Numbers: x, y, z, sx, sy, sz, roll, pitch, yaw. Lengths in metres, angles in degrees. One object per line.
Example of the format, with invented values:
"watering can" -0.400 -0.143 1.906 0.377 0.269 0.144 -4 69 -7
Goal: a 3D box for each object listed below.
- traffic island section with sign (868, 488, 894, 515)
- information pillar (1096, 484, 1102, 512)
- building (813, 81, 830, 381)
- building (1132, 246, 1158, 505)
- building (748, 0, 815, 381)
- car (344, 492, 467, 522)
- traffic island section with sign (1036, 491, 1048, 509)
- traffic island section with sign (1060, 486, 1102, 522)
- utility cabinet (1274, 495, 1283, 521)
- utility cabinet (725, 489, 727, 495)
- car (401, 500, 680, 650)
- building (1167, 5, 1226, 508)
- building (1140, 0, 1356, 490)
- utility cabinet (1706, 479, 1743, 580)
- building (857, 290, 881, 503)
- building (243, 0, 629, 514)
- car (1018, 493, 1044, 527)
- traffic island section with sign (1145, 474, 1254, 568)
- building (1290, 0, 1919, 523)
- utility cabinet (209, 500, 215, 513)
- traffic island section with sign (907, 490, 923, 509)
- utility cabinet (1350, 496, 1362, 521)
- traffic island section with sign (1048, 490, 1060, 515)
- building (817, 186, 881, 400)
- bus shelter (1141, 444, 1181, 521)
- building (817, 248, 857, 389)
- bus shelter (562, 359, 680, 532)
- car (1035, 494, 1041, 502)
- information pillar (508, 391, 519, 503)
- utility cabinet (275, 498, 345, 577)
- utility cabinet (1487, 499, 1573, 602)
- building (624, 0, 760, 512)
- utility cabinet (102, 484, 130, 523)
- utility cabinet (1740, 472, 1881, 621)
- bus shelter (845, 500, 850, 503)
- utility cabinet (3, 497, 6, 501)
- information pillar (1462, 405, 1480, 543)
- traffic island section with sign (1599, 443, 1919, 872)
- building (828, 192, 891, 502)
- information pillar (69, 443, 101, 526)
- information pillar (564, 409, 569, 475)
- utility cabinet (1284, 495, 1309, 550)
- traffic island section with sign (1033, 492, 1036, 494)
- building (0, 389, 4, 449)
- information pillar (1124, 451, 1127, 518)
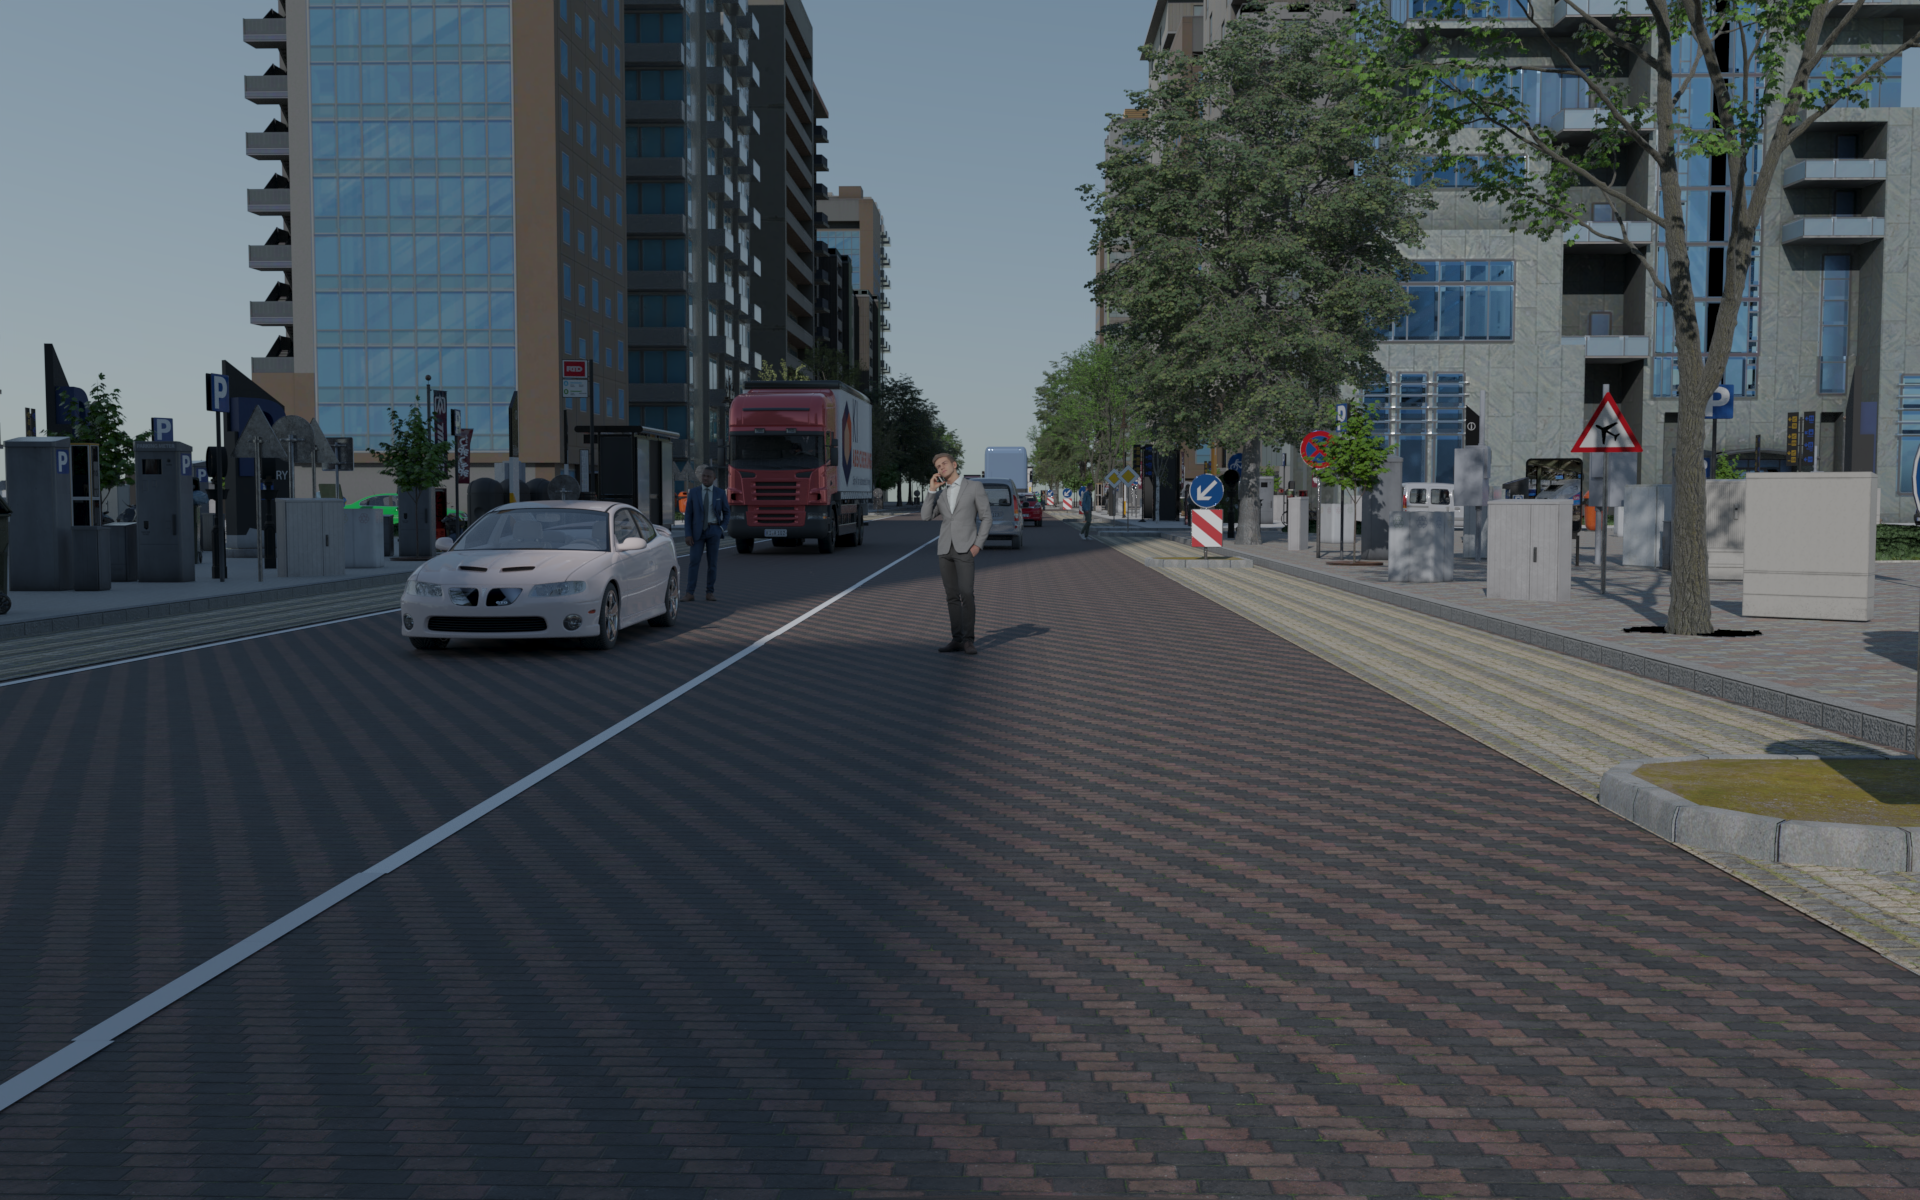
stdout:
"traffic island section with sign" -5.510 -6.639 117.175 1.989 1.847 2.006 0 4 2
"information pillar" 9.732 -7.160 121.561 0.304 2.012 0.304 -2 4 -27
"building" -25.281 -32.081 179.156 22.147 44.769 28.867 0 4 2
"building" 27.059 -26.353 202.568 14.160 30.474 14.107 0 4 2
"building" -24.779 -32.421 153.789 21.300 48.544 21.600 0 4 2
"car" -20.578 -3.387 64.180 4.718 1.807 1.959 0 4 2
"traffic island section with sign" 8.537 -9.632 166.104 1.989 1.847 2.006 0 4 2
"traffic island section with sign" 6.292 -4.928 89.204 1.989 1.847 2.006 0 4 2
"utility cabinet" 15.714 -4.408 83.235 0.306 1.237 1.020 -3 4 -36
"utility cabinet" -9.872 -4.199 77.330 1.173 1.500 0.318 0 4 -1
"car" -4.069 -0.312 17.456 2.083 1.381 4.827 0 4 2
"building" 26.669 -31.219 160.537 14.600 45.320 14.200 0 4 2
"building" 34.023 -36.188 180.914 28.713 52.752 27.495 0 4 2
"utility cabinet" 11.367 -1.039 25.667 1.173 1.500 0.318 1 4 15
"building" -18.536 -28.725 241.347 14.160 30.474 14.107 0 4 2
"building" -24.687 -26.537 83.991 14.600 45.320 14.200 0 4 2
"car" 2.717 -4.176 77.325 2.155 1.783 4.494 0 3 0
"traffic island section with sign" 4.703 -1.576 34.397 1.989 1.847 2.006 0 4 2
"building" 32.223 -47.134 83.315 31.000 86.520 22.319 0 4 2
"utility cabinet" -25.529 -2.923 58.960 0.306 1.237 1.020 -2 4 -32
"traffic island section with sign" -4.072 -9.649 166.384 1.989 1.847 2.006 0 4 2
"utility cabinet" 16.351 -3.612 70.215 1.020 1.237 0.306 0 4 -1
"traffic island section with sign" 7.111 -6.623 116.907 1.989 1.847 2.006 0 4 2
"building" -19.094 -37.016 255.318 14.600 45.320 14.200 0 4 2
"bus shelter" 9.648 -5.687 84.262 1.731 3.624 6.357 0 4 2
"building" -20.070 -26.276 201.317 14.160 30.474 14.107 0 4 2
"bus shelter" -10.687 -4.689 54.299 2.179 5.291 8.768 0 4 2
"car" 10.853 -14.171 240.484 1.959 1.807 4.718 0 4 3
"information pillar" -10.066 -2.921 39.119 0.183 3.616 0.504 0 4 2
"utility cabinet" -10.153 -0.975 27.105 0.306 1.237 1.020 3 4 37
"utility cabinet" 6.909 -0.605 21.051 0.306 1.237 1.020 -3 4 -36
"building" -26.220 -30.674 121.132 23.786 49.044 30.456 0 4 2
"utility cabinet" -19.248 -1.872 39.289 1.173 1.500 0.318 3 5 39
"utility cabinet" 8.670 -0.551 17.682 1.173 1.500 0.318 3 5 39
"bus shelter" -8.514 -8.054 125.599 2.014 3.302 5.546 0 4 2
"utility cabinet" -19.572 -1.531 36.198 0.306 1.237 1.020 0 4 1
"information pillar" 13.502 -3.314 45.547 0.504 3.616 0.183 0 4 3
"traffic island section with sign" 3.919 0.072 7.453 1.989 1.847 2.006 0 4 2
"building" -22.631 -40.244 277.603 23.786 49.044 30.456 0 4 2
"information pillar" -12.710 -1.266 25.184 0.304 2.012 0.304 0 4 -4
"information pillar" -10.956 -3.478 48.224 0.183 3.616 0.504 -1 4 -9
"utility cabinet" 7.787 -1.758 39.902 0.306 1.237 1.020 1 4 22
"traffic island section with sign" 9.332 -11.280 193.047 1.989 1.847 2.006 0 4 2
"building" -65.822 -33.244 85.545 28.212 58.520 21.231 0 4 2
"information pillar" 9.032 -6.332 94.874 0.183 3.616 0.504 0 4 1
